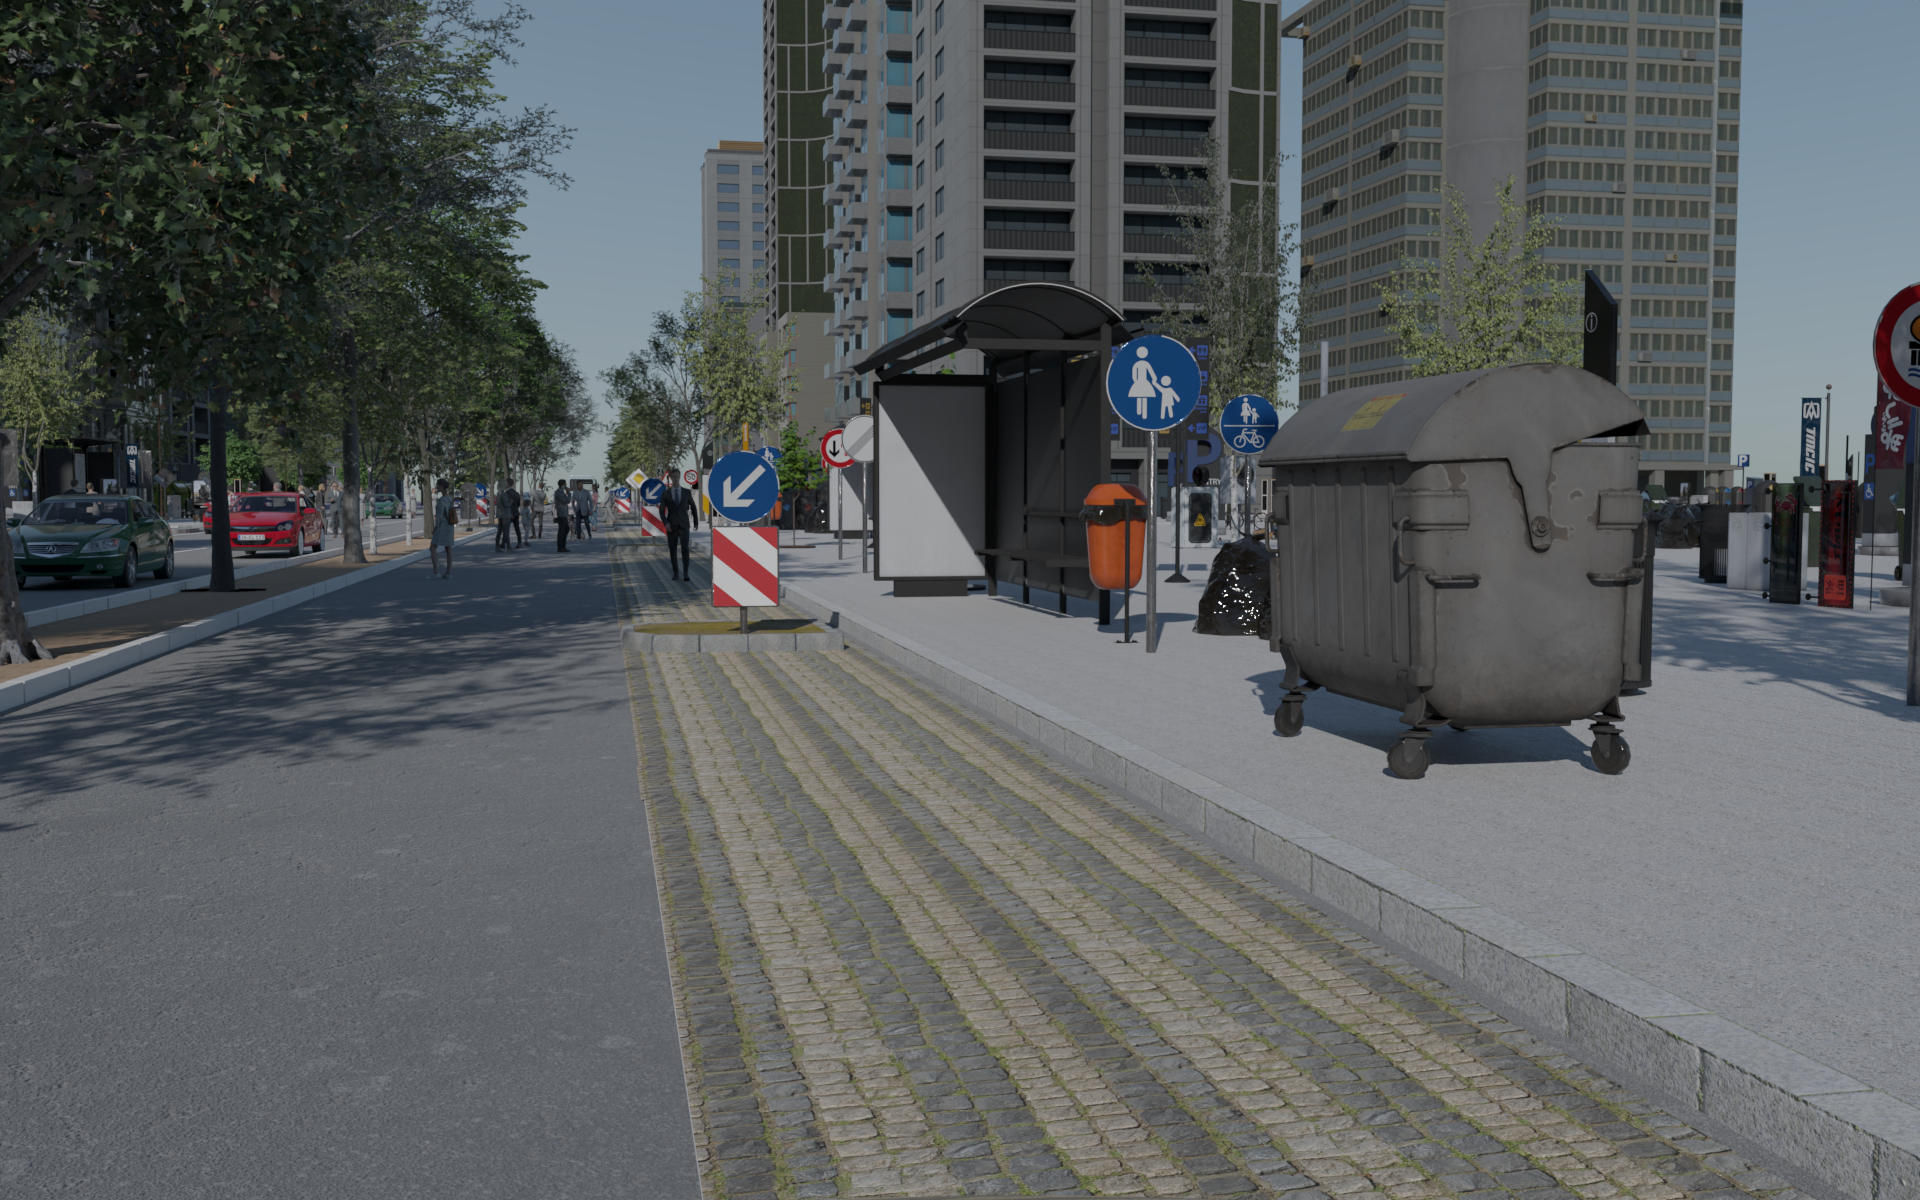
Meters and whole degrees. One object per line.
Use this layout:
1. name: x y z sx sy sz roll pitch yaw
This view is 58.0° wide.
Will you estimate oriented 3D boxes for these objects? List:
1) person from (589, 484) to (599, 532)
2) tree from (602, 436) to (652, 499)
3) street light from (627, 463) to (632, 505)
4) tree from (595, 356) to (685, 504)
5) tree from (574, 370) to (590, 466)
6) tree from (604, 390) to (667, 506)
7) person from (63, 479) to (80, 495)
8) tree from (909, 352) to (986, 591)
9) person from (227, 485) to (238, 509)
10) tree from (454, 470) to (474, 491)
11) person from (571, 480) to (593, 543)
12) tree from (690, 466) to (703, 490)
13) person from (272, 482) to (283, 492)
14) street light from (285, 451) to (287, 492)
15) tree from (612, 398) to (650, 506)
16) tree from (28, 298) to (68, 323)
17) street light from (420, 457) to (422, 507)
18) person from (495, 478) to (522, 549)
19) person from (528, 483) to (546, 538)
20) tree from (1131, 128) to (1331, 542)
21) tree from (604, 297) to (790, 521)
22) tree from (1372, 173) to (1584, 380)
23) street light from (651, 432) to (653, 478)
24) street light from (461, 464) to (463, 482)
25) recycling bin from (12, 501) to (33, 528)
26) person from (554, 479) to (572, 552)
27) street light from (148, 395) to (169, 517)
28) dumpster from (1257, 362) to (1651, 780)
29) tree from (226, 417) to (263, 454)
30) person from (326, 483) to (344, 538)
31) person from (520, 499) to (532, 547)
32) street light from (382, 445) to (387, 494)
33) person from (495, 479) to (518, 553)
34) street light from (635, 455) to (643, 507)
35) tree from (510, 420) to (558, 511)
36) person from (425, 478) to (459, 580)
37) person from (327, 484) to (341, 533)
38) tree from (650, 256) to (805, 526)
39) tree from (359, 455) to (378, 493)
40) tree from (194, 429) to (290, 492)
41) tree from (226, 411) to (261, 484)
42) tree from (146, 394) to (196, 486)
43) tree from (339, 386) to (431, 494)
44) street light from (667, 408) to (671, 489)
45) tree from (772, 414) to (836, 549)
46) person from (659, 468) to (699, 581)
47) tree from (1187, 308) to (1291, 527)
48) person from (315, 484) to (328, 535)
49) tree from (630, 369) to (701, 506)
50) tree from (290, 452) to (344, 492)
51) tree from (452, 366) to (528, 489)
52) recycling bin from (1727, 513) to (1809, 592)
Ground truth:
1. person: -14.030 -3.534 66.296 0.388 1.821 0.555 -3 5 -40
2. tree: -56.712 -23.189 296.146 9.611 12.733 9.660 0 3 0
3. street light: -37.050 -13.593 195.024 0.468 5.910 1.993 -1 4 -12
4. tree: -43.117 -23.168 234.688 12.611 20.169 13.585 0 3 0
5. tree: -21.258 -8.638 78.094 8.767 10.594 7.601 -1 4 -12
6. tree: -34.498 -16.464 187.308 7.486 12.596 7.792 0 3 0
7. person: -24.994 -2.480 48.828 0.659 1.850 0.755 1 4 17
8. tree: -0.119 -1.743 23.098 1.663 3.219 1.824 0 3 0
9. person: -24.371 -2.982 58.090 0.563 1.720 0.643 2 4 35
10. tree: -69.117 -15.742 241.101 4.285 4.588 4.351 0 3 0
11. person: -11.045 -2.589 50.677 0.661 1.843 0.795 0 4 5
12. tree: -16.256 -6.956 108.336 1.663 3.219 1.824 0 3 0
13. person: -20.070 -2.565 50.840 0.834 1.777 0.661 2 4 32
14. street light: -39.060 -7.801 100.327 0.468 5.910 1.993 -1 4 -12
15. tree: -23.257 -10.973 129.769 4.737 8.622 4.395 0 3 0
16. tree: -30.824 -6.570 57.777 4.737 8.622 4.395 0 3 0
17. street light: -54.782 -12.428 175.992 0.468 5.910 1.993 -1 4 -12
18. person: -11.805 -2.267 45.346 0.755 1.850 0.659 2 4 24
19. person: -13.661 -2.891 55.944 0.592 1.802 0.473 -2 4 -25
20. tree: 5.546 -5.171 34.905 4.360 8.622 3.978 0 3 0
21. tree: -12.238 -9.005 81.650 8.767 10.594 7.601 -1 4 -20
22. tree: 11.745 -5.447 39.425 4.737 8.622 4.395 0 3 0
23. street light: -21.305 -8.992 119.805 0.468 5.910 1.993 -1 4 -12
24. street light: -65.509 -15.612 228.046 0.468 5.910 1.993 -1 4 -12
25. recycling bin: -32.371 -2.899 59.949 0.722 1.027 0.722 -2 4 -30
26. person: -9.802 -2.087 42.805 0.473 1.802 0.592 0 4 -4
27. street light: -33.092 -6.047 71.657 0.468 5.910 1.993 -1 4 -12
28. dumpster: 2.376 -0.168 8.510 1.264 1.857 1.865 -1 4 -12
29. tree: -57.818 -11.606 140.114 4.737 8.622 4.395 0 3 0
30. person: -20.364 -2.931 56.600 0.661 1.801 0.590 -2 4 -24
31. person: -11.822 -2.111 47.287 0.425 1.301 0.394 2 4 26
32. street light: -48.753 -10.650 146.922 0.468 5.910 1.993 -1 4 -12
33. person: -11.158 -2.069 42.509 0.526 1.800 0.537 -1 4 -22
34. street light: -30.964 -11.830 166.200 0.468 5.910 1.993 -1 4 -12
35. tree: -31.055 -10.543 125.202 4.360 8.622 3.978 0 3 0
36. person: -8.706 -1.205 29.203 0.522 1.701 0.512 0 4 4
37. person: -23.138 -3.403 64.313 0.728 1.800 0.709 0 4 -7
38. tree: -7.096 -6.380 54.682 4.737 8.622 4.395 0 3 0
39. tree: -46.473 -9.149 133.297 4.285 4.588 4.351 0 3 0
40. tree: -36.760 -6.340 87.373 4.285 4.588 4.351 0 3 0
41. tree: -53.985 -11.066 131.286 4.360 8.622 3.978 0 3 0
42. tree: -50.275 -9.671 108.483 4.737 8.622 4.395 0 3 0
43. tree: -51.187 -15.129 154.010 9.857 13.997 8.962 0 3 0
44. street light: -15.342 -7.238 91.133 0.468 5.910 1.993 -1 4 -12
45. tree: -3.998 -2.841 41.056 1.663 3.219 1.824 0 3 0
46. person: -4.608 -1.232 28.420 0.659 1.850 0.755 -1 4 -11
47. tree: 10.582 -7.151 67.275 4.737 8.622 4.395 0 3 0
48. person: -22.748 -3.230 61.529 0.699 1.804 1.509 -1 4 -10
49. tree: -17.644 -9.340 103.073 4.360 8.622 3.978 0 3 0
50. tree: -42.476 -7.871 112.406 4.285 4.588 4.351 0 3 0
51. tree: -22.875 -8.036 84.209 4.737 8.622 4.395 0 3 0
52. recycling bin: 10.813 -0.651 23.194 0.722 1.027 0.722 -1 4 -21
